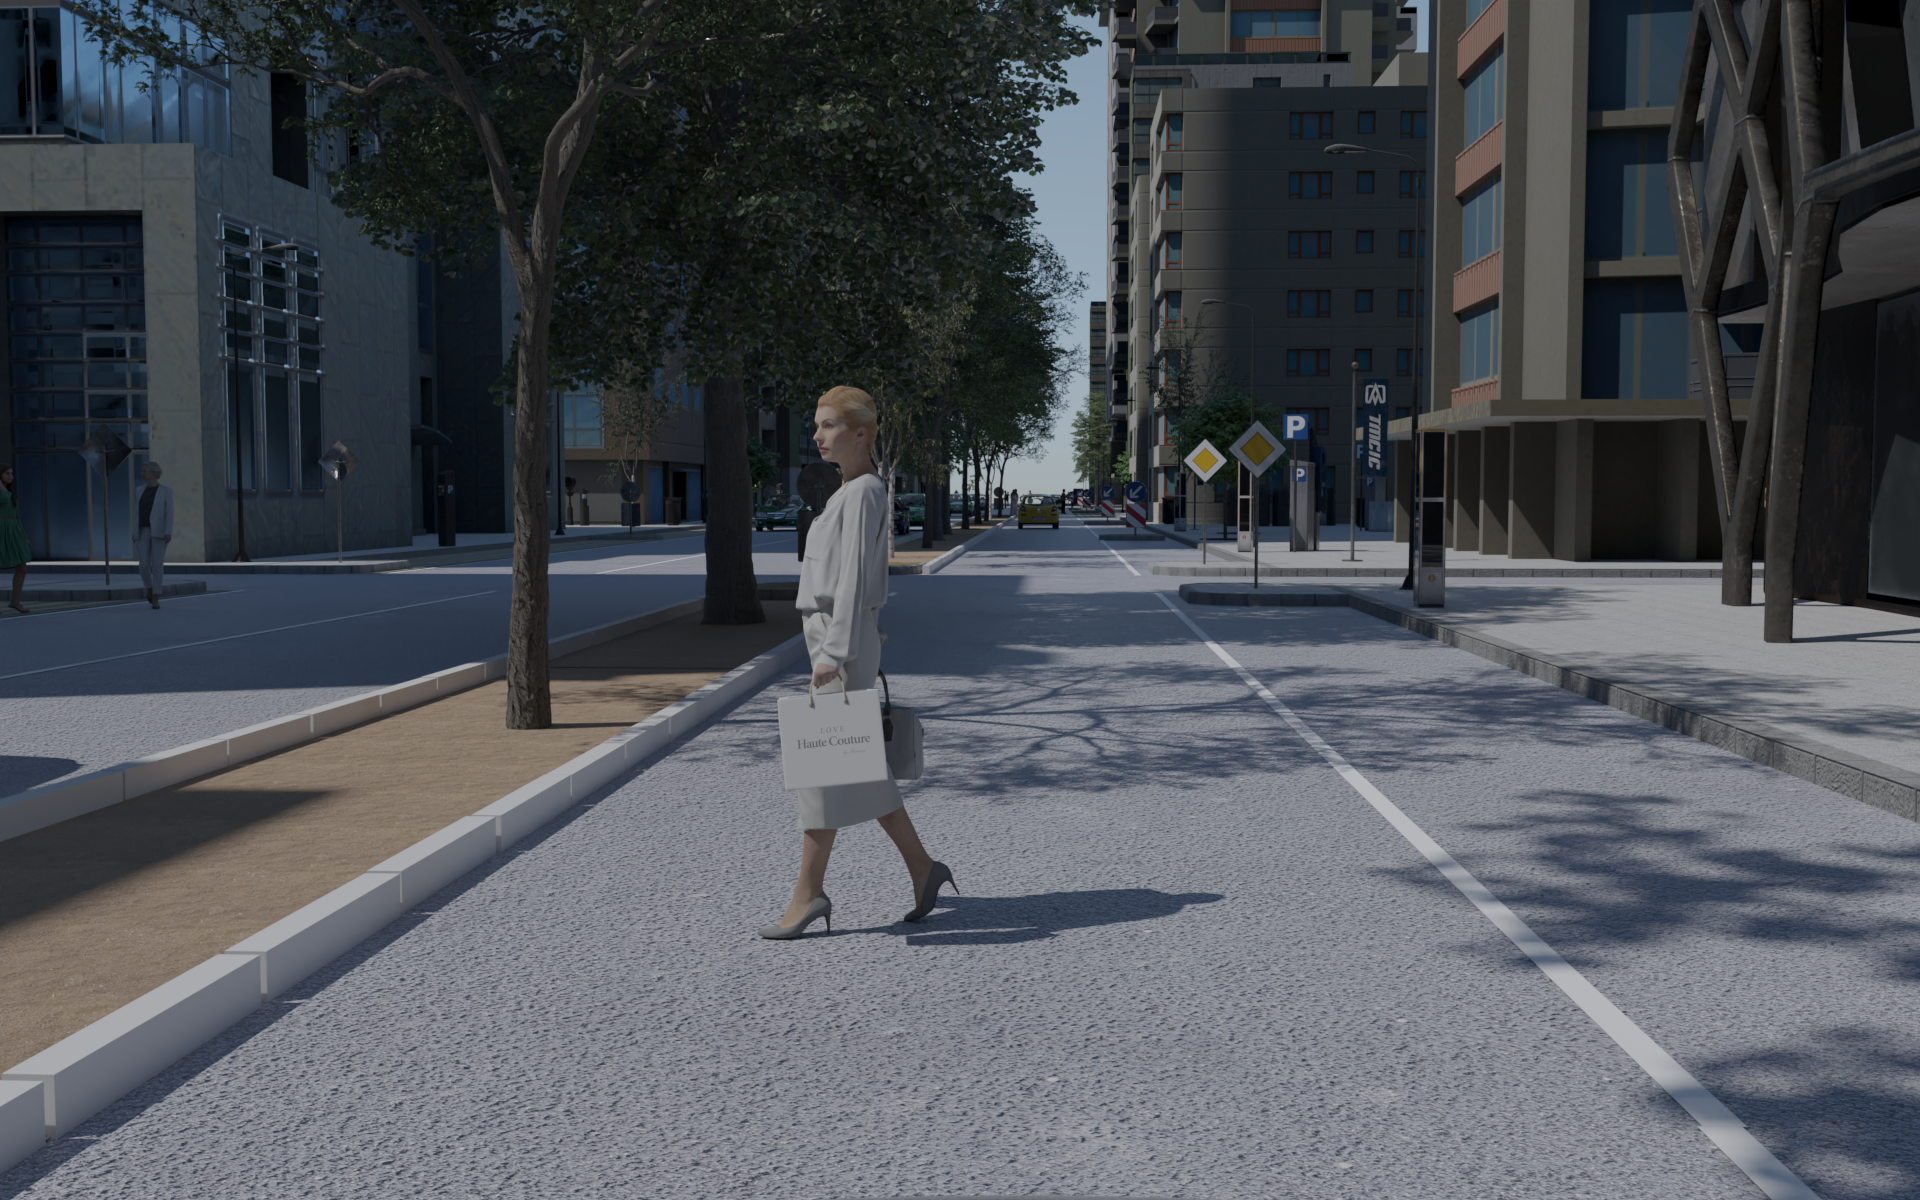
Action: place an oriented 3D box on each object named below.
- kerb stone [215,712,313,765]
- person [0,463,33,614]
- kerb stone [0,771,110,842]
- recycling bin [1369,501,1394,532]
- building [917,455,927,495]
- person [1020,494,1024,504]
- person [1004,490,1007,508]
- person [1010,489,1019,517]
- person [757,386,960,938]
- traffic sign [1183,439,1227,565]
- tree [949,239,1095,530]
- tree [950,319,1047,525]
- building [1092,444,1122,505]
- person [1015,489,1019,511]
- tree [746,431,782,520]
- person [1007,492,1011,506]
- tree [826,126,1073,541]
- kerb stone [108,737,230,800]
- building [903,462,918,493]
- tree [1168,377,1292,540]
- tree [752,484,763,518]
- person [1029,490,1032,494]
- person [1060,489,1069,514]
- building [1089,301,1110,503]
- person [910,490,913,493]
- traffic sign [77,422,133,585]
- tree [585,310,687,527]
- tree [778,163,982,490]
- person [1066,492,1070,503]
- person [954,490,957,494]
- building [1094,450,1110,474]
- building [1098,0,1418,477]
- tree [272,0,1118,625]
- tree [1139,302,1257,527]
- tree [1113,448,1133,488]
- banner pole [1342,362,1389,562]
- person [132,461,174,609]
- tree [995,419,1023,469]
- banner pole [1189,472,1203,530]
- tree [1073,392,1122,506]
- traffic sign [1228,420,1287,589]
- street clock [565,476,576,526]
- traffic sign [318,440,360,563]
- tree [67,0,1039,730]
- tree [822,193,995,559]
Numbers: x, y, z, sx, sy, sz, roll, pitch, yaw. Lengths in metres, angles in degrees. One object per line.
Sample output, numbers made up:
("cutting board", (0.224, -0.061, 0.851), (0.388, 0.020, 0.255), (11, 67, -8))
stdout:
("kerb stone", (-3.860, 0.772, 9.569), (0.120, 0.150, 1.000), (0, 4, 3))
("person", (-11.365, -0.724, 20.588), (0.529, 1.795, 0.600), (0, 4, 2))
("kerb stone", (-3.963, 0.897, 7.528), (0.120, 0.150, 1.000), (0, 4, 3))
("recycling bin", (14.441, -2.845, 59.070), (0.722, 1.027, 0.722), (-3, 5, -44))
("building", (-11.038, -34.376, 212.150), (14.600, 45.320, 14.200), (0, 4, 3))
("person", (8.801, -14.272, 245.029), (0.628, 1.438, 0.799), (3, 5, 39))
("person", (4.528, -10.140, 174.309), (0.705, 1.822, 1.348), (0, 4, -2))
("person", (3.413, -6.117, 109.185), (0.621, 1.740, 0.551), (3, 4, 37))
("person", (-0.326, 0.197, 5.633), (0.624, 1.780, 0.694), (0, 4, 7))
("traffic sign", (4.443, -1.700, 31.438), (0.795, 2.450, 0.064), (0, 4, 3))
("tree", (0.192, -9.589, 69.612), (12.009, 13.543, 11.850), (0, 3, 0))
("tree", (0.744, -9.366, 81.346), (9.928, 11.665, 9.643), (0, 3, 0))
("building", (26.533, -47.119, 208.647), (20.563, 71.187, 20.611), (0, 4, 3))
("person", (4.051, -7.234, 126.715), (0.705, 1.831, 1.348), (-1, 4, -20))
("tree", (-10.824, -6.361, 87.718), (4.285, 4.588, 4.351), (0, 3, 0))
("person", (5.659, -12.112, 207.360), (0.721, 1.723, 1.217), (3, 5, 42))
("tree", (-0.634, -8.054, 52.259), (7.486, 12.596, 7.792), (0, 3, 0))
("kerb stone", (-3.913, 0.835, 8.549), (0.120, 0.150, 1.000), (0, 4, 3))
("building", (-9.329, -34.949, 255.008), (14.154, 41.232, 14.086), (0, 4, 3))
("tree", (7.531, -3.961, 48.474), (4.285, 4.588, 4.351), (0, 3, 0))
("tree", (-11.072, -5.964, 92.120), (1.663, 3.219, 1.824), (0, 3, 0))
("person", (6.702, -9.626, 165.964), (0.705, 1.814, 1.350), (-3, 5, -44))
("person", (7.594, -7.196, 126.165), (0.705, 1.823, 1.348), (-1, 4, -22))
("building", (26.257, -29.758, 258.241), (14.160, 30.474, 14.107), (0, 4, 3))
("person", (-3.764, -7.890, 138.291), (0.721, 1.735, 1.217), (-3, 4, -37))
("traffic sign", (-12.003, -1.266, 24.336), (0.795, 2.450, 0.064), (0, 4, 3))
("tree", (-12.706, -7.162, 67.466), (4.360, 8.622, 3.978), (0, 3, 0))
("tree", (-1.508, -4.945, 33.672), (4.360, 8.622, 3.978), (0, 3, 0))
("person", (15.297, -14.355, 243.735), (0.617, 1.759, 0.750), (3, 5, 39))
("person", (-0.332, -9.278, 160.328), (0.705, 1.807, 1.348), (3, 5, 42))
("building", (29.719, -56.338, 233.803), (22.319, 86.520, 31.000), (0, 4, 3))
("building", (27.948, -35.315, 166.640), (28.713, 52.752, 27.495), (0, 4, 3))
("tree", (-2.503, -6.698, 18.628), (9.857, 13.997, 8.962), (0, 3, 0))
("tree", (8.926, -7.118, 66.740), (4.360, 8.622, 3.978), (0, 3, 0))
("tree", (11.293, -7.657, 108.898), (4.285, 4.588, 4.351), (0, 3, 0))
("banner pole", (7.712, -2.622, 32.890), (0.863, 3.779, 0.401), (1, 4, 9))
("person", (-10.181, -0.825, 21.867), (0.514, 1.842, 0.818), (-1, 4, -19))
("tree", (1.682, -8.818, 97.001), (4.737, 8.622, 4.395), (0, 3, 0))
("banner pole", (8.490, -4.388, 61.757), (0.401, 3.779, 0.863), (-1, 4, -20))
("tree", (15.429, -16.748, 191.949), (7.486, 12.596, 7.792), (0, 3, 0))
("traffic sign", (4.018, -1.212, 23.464), (0.795, 2.450, 0.064), (0, 4, 3))
("street clock", (-15.921, -4.044, 70.690), (0.471, 2.002, 0.358), (2, 4, 24))
("traffic sign", (-11.577, -1.753, 32.310), (0.795, 2.450, 0.064), (0, 4, 3))
("tree", (-2.677, -4.468, 9.916), (8.767, 10.594, 7.601), (0, 4, 3))
("tree", (-1.566, -5.242, 38.523), (4.737, 8.622, 4.395), (0, 3, 0))
